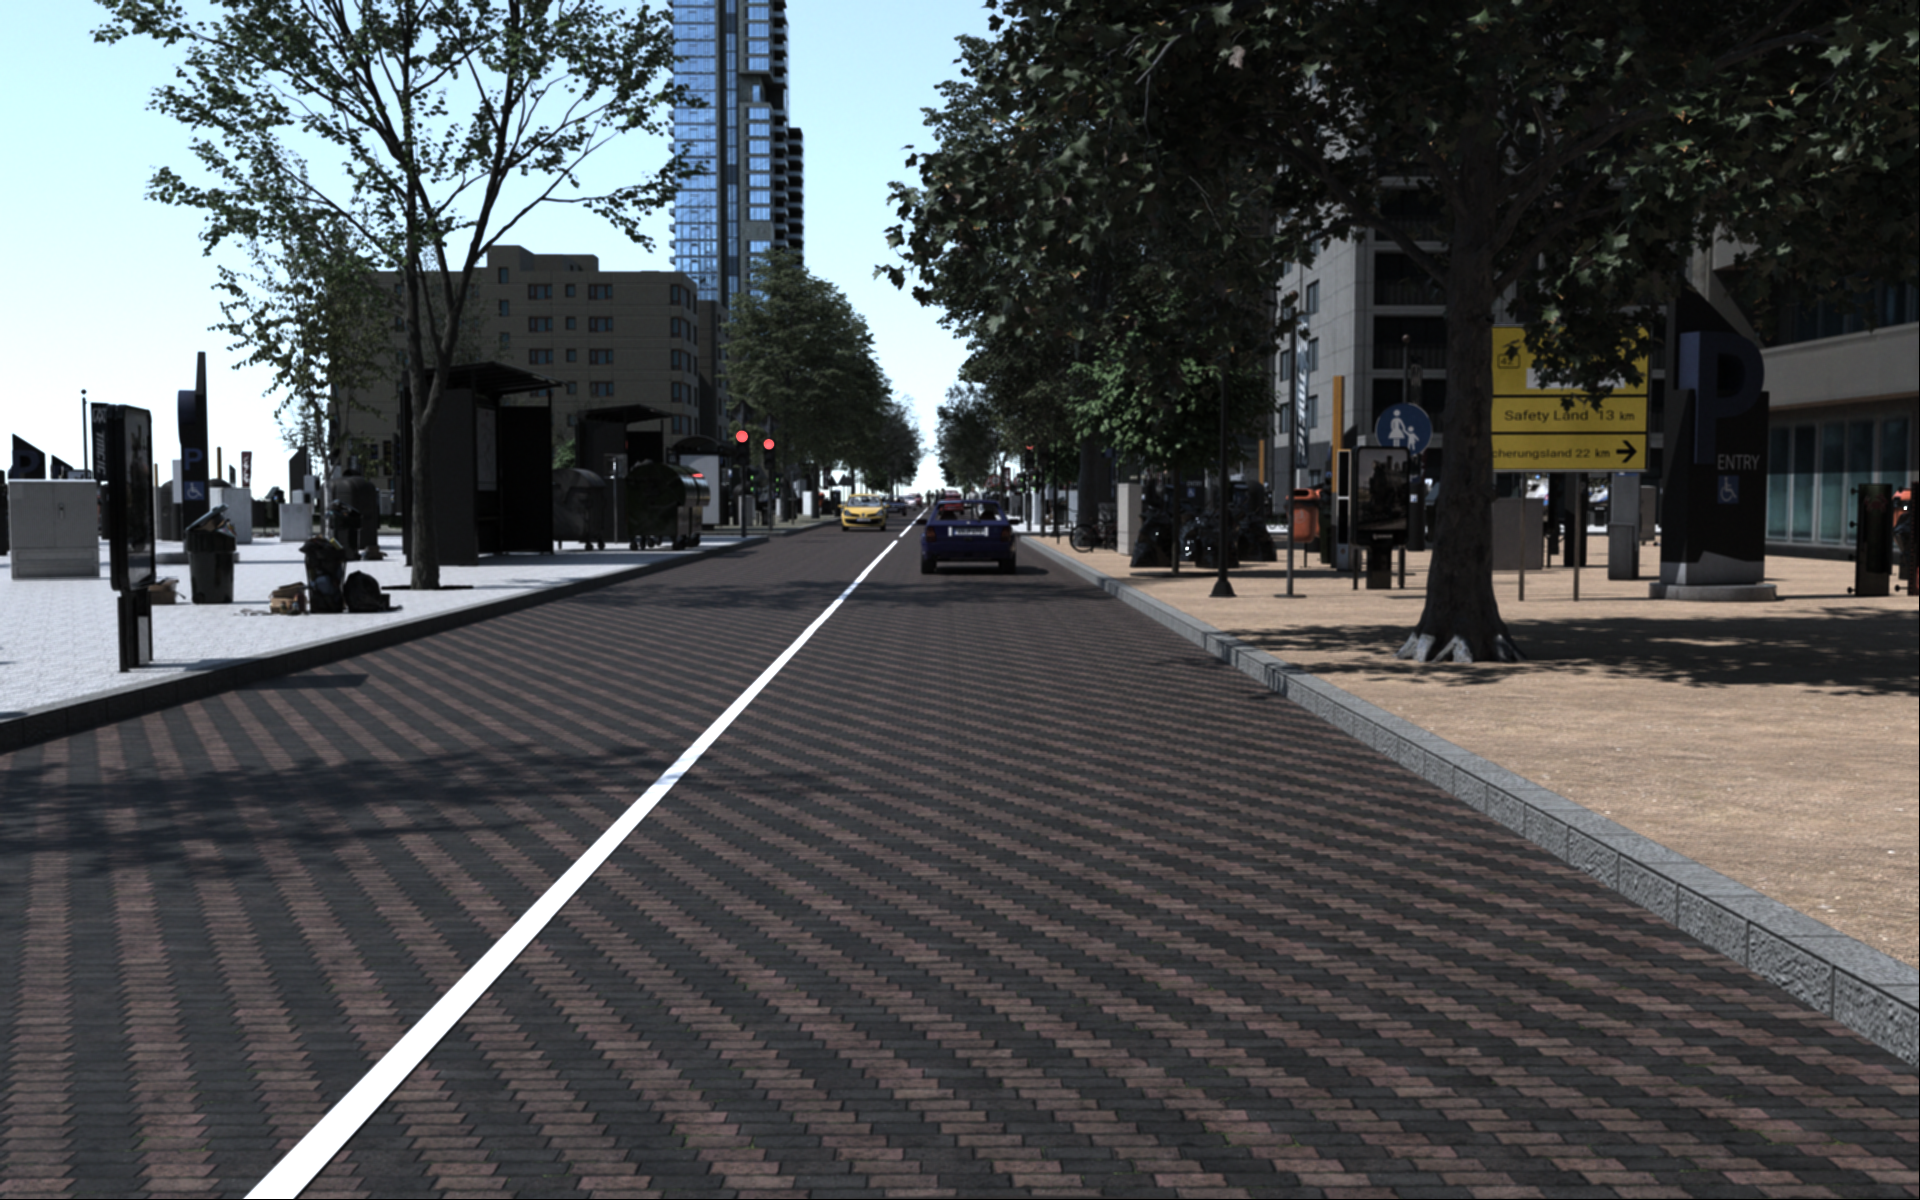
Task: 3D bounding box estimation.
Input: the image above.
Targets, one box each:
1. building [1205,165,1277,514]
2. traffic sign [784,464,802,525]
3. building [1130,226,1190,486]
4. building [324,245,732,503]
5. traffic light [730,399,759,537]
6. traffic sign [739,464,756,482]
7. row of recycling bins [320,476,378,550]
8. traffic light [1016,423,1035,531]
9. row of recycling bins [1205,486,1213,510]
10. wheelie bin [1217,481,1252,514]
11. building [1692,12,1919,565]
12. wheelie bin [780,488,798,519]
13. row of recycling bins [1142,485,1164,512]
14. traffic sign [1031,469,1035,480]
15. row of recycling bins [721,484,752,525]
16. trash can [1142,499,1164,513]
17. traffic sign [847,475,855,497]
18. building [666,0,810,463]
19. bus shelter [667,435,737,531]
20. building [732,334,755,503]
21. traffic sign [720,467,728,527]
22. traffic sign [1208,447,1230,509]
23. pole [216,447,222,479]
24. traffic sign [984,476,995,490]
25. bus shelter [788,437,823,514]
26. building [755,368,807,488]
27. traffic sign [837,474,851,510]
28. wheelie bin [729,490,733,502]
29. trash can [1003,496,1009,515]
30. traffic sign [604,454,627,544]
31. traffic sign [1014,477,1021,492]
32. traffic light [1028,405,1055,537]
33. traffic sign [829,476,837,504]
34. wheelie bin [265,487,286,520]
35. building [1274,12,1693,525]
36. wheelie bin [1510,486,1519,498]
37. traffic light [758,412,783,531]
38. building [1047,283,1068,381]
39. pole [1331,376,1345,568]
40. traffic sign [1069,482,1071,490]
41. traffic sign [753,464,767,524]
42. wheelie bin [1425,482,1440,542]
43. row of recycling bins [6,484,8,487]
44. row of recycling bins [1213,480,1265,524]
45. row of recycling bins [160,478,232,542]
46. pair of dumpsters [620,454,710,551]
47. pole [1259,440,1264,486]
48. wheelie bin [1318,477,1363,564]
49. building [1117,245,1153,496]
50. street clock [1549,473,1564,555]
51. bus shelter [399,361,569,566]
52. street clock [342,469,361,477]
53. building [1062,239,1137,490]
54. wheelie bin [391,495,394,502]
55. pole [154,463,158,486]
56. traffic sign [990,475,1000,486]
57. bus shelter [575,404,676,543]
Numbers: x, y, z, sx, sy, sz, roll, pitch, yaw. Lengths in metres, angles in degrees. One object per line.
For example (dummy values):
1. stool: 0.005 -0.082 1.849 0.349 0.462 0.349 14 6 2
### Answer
1. building: 22.216 -20.888 113.215 14.160 30.474 14.107 0 4 -1
2. traffic sign: -7.005 -4.429 72.528 0.768 2.556 0.104 0 4 6
3. building: 27.148 -30.328 150.489 22.147 44.769 28.867 0 4 -1
4. building: -35.482 -18.582 148.848 27.650 21.520 28.899 0 4 -1
5. traffic light: -6.412 -3.822 51.406 0.839 4.253 0.868 0 4 -1
6. traffic sign: -8.885 -4.435 72.614 0.768 2.556 0.104 1 4 9
7. row of recycling bins: -14.573 -2.079 41.103 1.069 1.692 3.534 -2 4 -27
8. traffic light: 2.361 -4.317 59.504 0.839 4.253 0.868 0 4 -1
9. row of recycling bins: 15.551 -5.853 102.805 3.534 1.692 1.069 2 4 24
10. wheelie bin: 6.891 -2.182 43.576 0.980 1.594 0.693 3 5 43
11. building: 26.596 -24.603 25.959 21.300 48.544 21.600 0 4 -1
12. wheelie bin: -8.702 -4.880 87.702 0.980 1.594 0.693 -3 5 -40
13. row of recycling bins: 9.636 -4.488 80.495 3.534 1.692 1.069 -3 5 -40
14. traffic sign: 3.669 -4.920 80.541 0.768 2.556 0.104 0 4 3
15. row of recycling bins: -10.267 -3.914 71.113 3.534 1.692 1.069 0 4 2
16. trash can: 5.288 -2.201 47.641 0.748 1.137 0.748 0 3 0
17. traffic sign: -7.506 -7.129 116.564 0.884 2.594 0.081 0 4 0
18. building: -34.833 -58.883 275.414 22.319 86.520 31.000 0 4 -1
19. bus shelter: -9.023 -4.161 61.949 2.014 3.302 5.546 0 4 -1
20. building: -36.737 -20.345 177.688 27.650 21.520 28.899 0 4 -1
21. traffic sign: -9.189 -3.937 66.493 0.606 2.300 0.079 0 4 5
22. traffic sign: 5.110 -2.157 35.366 0.768 2.556 0.104 0 4 6
23. pole: -31.886 -4.939 74.600 0.158 3.312 0.155 0 3 0
24. traffic sign: 2.116 -7.541 123.291 0.884 2.594 0.081 0 4 3
25. bus shelter: -10.694 -8.589 118.065 2.179 5.291 8.768 0 4 -1
26. building: -36.582 -24.561 246.603 27.650 21.520 28.899 0 4 -1
27. traffic sign: -7.283 -6.647 108.683 0.884 2.594 0.081 0 4 5
28. wheelie bin: -16.239 -6.851 119.914 0.980 1.594 0.693 -2 4 -29
29. trash can: 2.912 -5.922 108.478 0.748 1.137 0.748 0 3 0
30. traffic sign: -8.846 -2.590 44.475 0.606 2.300 0.079 0 4 4
31. traffic sign: 4.124 -7.321 119.806 0.768 2.556 0.104 0 4 4
32. traffic light: 2.448 -3.829 51.519 0.839 4.253 0.868 0 4 -1
33. traffic sign: -8.902 -7.358 120.314 0.884 2.594 0.081 0 4 4
34. wheelie bin: -28.724 -3.964 72.716 0.693 1.594 0.980 -3 5 -45
35. building: 27.036 -39.268 80.281 20.611 71.187 20.563 0 4 -1
36. wheelie bin: 32.510 -5.658 100.411 0.980 1.594 0.693 -3 4 -37
37. traffic light: -6.500 -4.310 59.391 0.839 4.253 0.868 0 4 -1
38. building: 24.630 -40.304 282.667 21.300 48.544 21.600 0 4 -1
39. pole: 6.537 -2.210 29.971 0.158 3.312 0.155 0 3 0
40. traffic sign: 5.305 -5.098 83.451 0.768 2.556 0.104 0 4 4
41. traffic sign: -8.650 -4.555 74.482 0.884 2.594 0.081 0 3 0
42. wheelie bin: 12.749 -2.327 45.952 0.693 1.594 0.980 -1 4 -12
43. row of recycling bins: -53.453 -5.563 98.062 1.069 1.692 3.534 2 4 34
44. row of recycling bins: 8.264 -2.661 50.627 1.069 1.692 3.534 0 4 0
45. row of recycling bins: -20.643 -2.425 46.765 1.069 1.692 3.534 -3 5 -44
46. pair of dumpsters: -6.907 -2.336 40.685 1.574 2.255 4.437 0 4 -1
47. pole: 11.405 -4.382 65.492 0.158 3.312 0.155 0 3 0
48. wheelie bin: 6.996 -1.461 31.791 0.980 1.594 0.693 3 5 43
49. building: 26.976 -53.037 179.823 22.319 86.520 31.000 0 4 -1
50. street clock: 12.550 -1.955 36.541 0.358 2.002 0.471 1 4 12
51. bus shelter: -9.121 -2.598 33.757 1.731 3.624 6.357 0 4 -1
52. street clock: -17.608 -2.789 50.174 0.471 2.002 0.358 1 4 13
53. building: 26.678 -38.928 256.086 23.786 49.044 30.456 0 4 -1
54. wheelie bin: -27.062 -4.657 84.043 0.980 1.594 0.693 -2 4 -30
55. pole: -53.218 -7.393 114.717 0.158 3.312 0.155 0 3 0
56. traffic sign: 2.303 -6.885 112.673 0.768 2.556 0.104 0 4 0
57. bus shelter: -9.254 -3.490 48.341 1.731 3.624 6.357 0 4 -1
